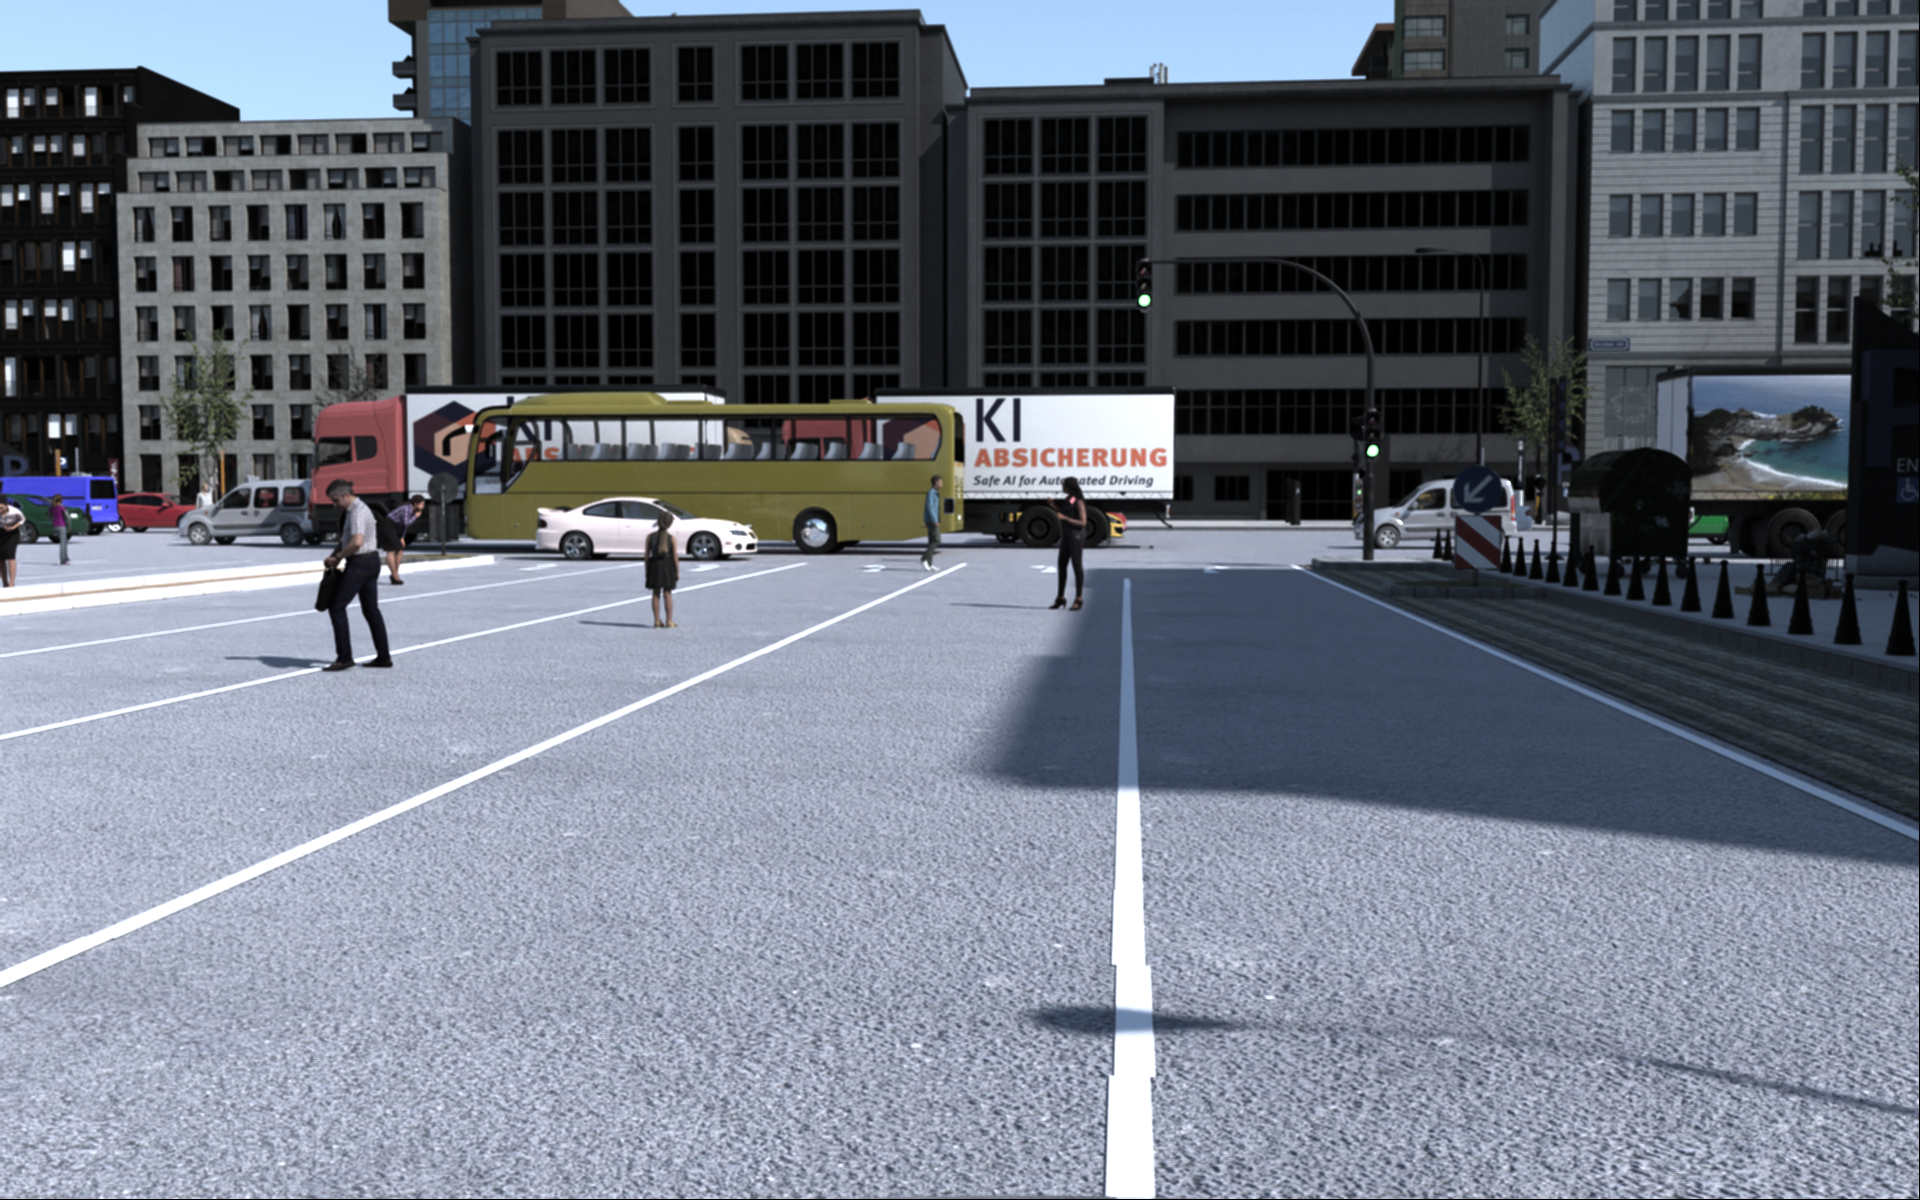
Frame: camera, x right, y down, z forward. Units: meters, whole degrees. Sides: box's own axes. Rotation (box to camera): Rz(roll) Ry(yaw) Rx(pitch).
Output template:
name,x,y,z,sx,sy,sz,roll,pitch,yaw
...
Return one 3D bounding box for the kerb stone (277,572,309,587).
name,x,y,z,sx,sy,sz,roll,pitch,yaw
kerb stone,-10.592,-0.307,27.270,0.120,0.150,1.000,0,4,5

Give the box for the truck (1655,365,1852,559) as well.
name,x,y,z,sx,sy,sz,roll,pitch,yaw
truck,21.603,-3.035,38.541,11.283,4.237,2.839,0,4,5

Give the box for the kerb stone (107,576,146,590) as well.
name,x,y,z,sx,sy,sz,roll,pitch,yaw
kerb stone,-12.785,-0.256,26.388,0.120,0.150,1.000,0,4,5

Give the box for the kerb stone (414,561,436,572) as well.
name,x,y,z,sx,sy,sz,roll,pitch,yaw
kerb stone,-10.106,-0.624,32.394,0.120,0.150,1.000,0,4,5

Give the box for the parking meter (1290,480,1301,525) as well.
name,x,y,z,sx,sy,sz,roll,pitch,yaw
parking meter,13.765,-3.994,71.019,0.399,1.863,0.255,-3,4,-38

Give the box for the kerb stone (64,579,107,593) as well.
name,x,y,z,sx,sy,sz,roll,pitch,yaw
kerb stone,-12.884,-0.192,25.365,0.120,0.150,1.000,0,4,5

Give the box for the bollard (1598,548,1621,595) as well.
name,x,y,z,sx,sy,sz,roll,pitch,yaw
bollard,8.305,-0.366,22.026,0.229,0.601,0.229,0,3,0

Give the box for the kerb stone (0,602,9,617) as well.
name,x,y,z,sx,sy,sz,roll,pitch,yaw
kerb stone,-11.278,0.129,20.080,0.120,0.150,1.000,0,4,5

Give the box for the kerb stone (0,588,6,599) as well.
name,x,y,z,sx,sy,sz,roll,pitch,yaw
kerb stone,-13.077,-0.067,23.293,0.120,0.150,1.000,0,4,5

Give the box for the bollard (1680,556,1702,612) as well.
name,x,y,z,sx,sy,sz,roll,pitch,yaw
bollard,8.009,-0.179,18.960,0.229,0.601,0.229,0,3,0

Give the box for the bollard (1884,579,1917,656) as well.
name,x,y,z,sx,sy,sz,roll,pitch,yaw
bollard,7.512,0.136,13.811,0.229,0.601,0.229,0,3,0

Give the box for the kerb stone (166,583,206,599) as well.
name,x,y,z,sx,sy,sz,roll,pitch,yaw
kerb stone,-10.888,-0.115,24.192,0.120,0.150,1.000,0,4,5

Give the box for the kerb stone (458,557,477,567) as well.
name,x,y,z,sx,sy,sz,roll,pitch,yaw
kerb stone,-9.898,-0.738,34.453,0.120,0.150,1.000,0,4,5

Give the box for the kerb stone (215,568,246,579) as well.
name,x,y,z,sx,sy,sz,roll,pitch,yaw
kerb stone,-12.498,-0.443,29.468,0.120,0.150,1.000,0,4,5

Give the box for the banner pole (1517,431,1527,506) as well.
name,x,y,z,sx,sy,sz,roll,pitch,yaw
banner pole,22.130,-4.782,68.208,0.401,3.779,0.863,3,5,42

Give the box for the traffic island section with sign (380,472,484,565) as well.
name,x,y,z,sx,sy,sz,roll,pitch,yaw
traffic island section with sign,-10.841,-1.676,35.544,2.006,1.907,1.989,0,4,5

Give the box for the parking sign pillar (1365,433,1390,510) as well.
name,x,y,z,sx,sy,sz,roll,pitch,yaw
parking sign pillar,18.276,-5.348,75.908,1.447,3.967,1.447,-3,5,-43

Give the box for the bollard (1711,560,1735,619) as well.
name,x,y,z,sx,sy,sz,roll,pitch,yaw
bollard,7.910,-0.116,17.938,0.229,0.601,0.229,0,3,0

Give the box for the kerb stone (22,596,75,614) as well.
name,x,y,z,sx,sy,sz,roll,pitch,yaw
kerb stone,-11.178,0.071,21.103,0.120,0.150,1.000,0,4,5

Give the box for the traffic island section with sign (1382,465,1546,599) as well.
name,x,y,z,sx,sy,sz,roll,pitch,yaw
traffic island section with sign,7.058,-0.972,24.516,1.989,1.847,2.006,0,4,5

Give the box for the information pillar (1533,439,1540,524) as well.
name,x,y,z,sx,sy,sz,roll,pitch,yaw
information pillar,24.691,-5.059,74.076,0.183,3.616,0.504,0,4,7

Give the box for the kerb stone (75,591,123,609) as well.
name,x,y,z,sx,sy,sz,roll,pitch,yaw
kerb stone,-11.084,0.003,22.140,0.120,0.150,1.000,0,4,5

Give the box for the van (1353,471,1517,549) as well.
name,x,y,z,sx,sy,sz,roll,pitch,yaw
van,12.460,-2.357,45.542,4.112,2.044,2.013,0,4,6

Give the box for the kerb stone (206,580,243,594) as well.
name,x,y,z,sx,sy,sz,roll,pitch,yaw
kerb stone,-10.789,-0.185,25.214,0.120,0.150,1.000,0,4,5

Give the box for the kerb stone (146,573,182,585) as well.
name,x,y,z,sx,sy,sz,roll,pitch,yaw
kerb stone,-12.687,-0.318,27.418,0.120,0.150,1.000,0,4,5

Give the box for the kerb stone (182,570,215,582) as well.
name,x,y,z,sx,sy,sz,roll,pitch,yaw
kerb stone,-12.591,-0.381,28.441,0.120,0.150,1.000,0,4,5

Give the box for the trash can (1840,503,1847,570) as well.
name,x,y,z,sx,sy,sz,roll,pitch,yaw
trash can,14.484,-0.982,27.708,0.748,1.137,0.748,0,3,0

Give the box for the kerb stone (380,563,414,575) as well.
name,x,y,z,sx,sy,sz,roll,pitch,yaw
kerb stone,-10.192,-0.561,31.371,0.120,0.150,1.000,0,4,5

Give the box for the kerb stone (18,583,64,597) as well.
name,x,y,z,sx,sy,sz,roll,pitch,yaw
kerb stone,-12.992,-0.128,24.327,0.120,0.150,1.000,0,4,5

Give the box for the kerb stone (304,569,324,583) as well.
name,x,y,z,sx,sy,sz,roll,pitch,yaw
kerb stone,-10.496,-0.373,28.293,0.120,0.150,1.000,0,4,5

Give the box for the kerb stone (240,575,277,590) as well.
name,x,y,z,sx,sy,sz,roll,pitch,yaw
kerb stone,-10.685,-0.248,26.247,0.120,0.150,1.000,0,4,5

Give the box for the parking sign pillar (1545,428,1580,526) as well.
name,x,y,z,sx,sy,sz,roll,pitch,yaw
parking sign pillar,24.593,-5.012,70.419,1.447,3.967,1.447,0,4,-8

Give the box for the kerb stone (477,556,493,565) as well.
name,x,y,z,sx,sy,sz,roll,pitch,yaw
kerb stone,-9.800,-0.811,35.475,0.120,0.150,1.000,0,4,5

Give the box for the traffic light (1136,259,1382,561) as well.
name,x,y,z,sx,sy,sz,roll,pitch,yaw
traffic light,5.778,-3.596,33.457,4.771,5.953,1.251,0,4,5

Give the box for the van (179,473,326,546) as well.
name,x,y,z,sx,sy,sz,roll,pitch,yaw
van,-19.764,-2.547,48.661,4.112,2.044,2.013,0,4,4

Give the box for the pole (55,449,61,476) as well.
name,x,y,z,sx,sy,sz,roll,pitch,yaw
pole,-41.099,-5.207,78.977,0.158,3.312,0.155,0,3,0

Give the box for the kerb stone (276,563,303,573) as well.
name,x,y,z,sx,sy,sz,roll,pitch,yaw
kerb stone,-12.301,-0.569,31.519,0.120,0.150,1.000,0,4,5

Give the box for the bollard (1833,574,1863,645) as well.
name,x,y,z,sx,sy,sz,roll,pitch,yaw
bollard,7.611,0.074,14.833,0.229,0.601,0.229,0,3,0

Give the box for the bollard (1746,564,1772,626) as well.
name,x,y,z,sx,sy,sz,roll,pitch,yaw
bollard,7.811,-0.054,16.916,0.229,0.601,0.229,0,3,0

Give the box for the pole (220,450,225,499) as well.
name,x,y,z,sx,sy,sz,roll,pitch,yaw
pole,-34.020,-5.266,79.947,0.158,3.312,0.155,0,3,0

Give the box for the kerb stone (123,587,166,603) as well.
name,x,y,z,sx,sy,sz,roll,pitch,yaw
kerb stone,-10.985,-0.059,23.162,0.120,0.150,1.000,0,4,5

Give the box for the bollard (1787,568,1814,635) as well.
name,x,y,z,sx,sy,sz,roll,pitch,yaw
bollard,7.713,0.010,15.872,0.229,0.601,0.229,0,3,0

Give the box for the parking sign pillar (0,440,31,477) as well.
name,x,y,z,sx,sy,sz,roll,pitch,yaw
parking sign pillar,-47.289,-6.014,86.793,1.447,3.967,1.447,-3,4,-36

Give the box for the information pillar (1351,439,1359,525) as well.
name,x,y,z,sx,sy,sz,roll,pitch,yaw
information pillar,16.158,-4.853,70.694,0.183,3.616,0.504,0,4,-4

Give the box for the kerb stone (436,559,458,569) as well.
name,x,y,z,sx,sy,sz,roll,pitch,yaw
kerb stone,-9.997,-0.682,33.426,0.120,0.150,1.000,0,4,5

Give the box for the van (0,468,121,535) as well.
name,x,y,z,sx,sy,sz,roll,pitch,yaw
van,-32.131,-3.409,60.122,5.245,2.365,2.240,0,4,5

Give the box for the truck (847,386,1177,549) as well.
name,x,y,z,sx,sy,sz,roll,pitch,yaw
truck,0.132,-3.537,46.738,11.283,4.237,2.839,0,4,7

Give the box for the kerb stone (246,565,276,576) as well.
name,x,y,z,sx,sy,sz,roll,pitch,yaw
kerb stone,-12.385,-0.507,30.490,0.120,0.150,1.000,0,4,5

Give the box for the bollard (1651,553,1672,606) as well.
name,x,y,z,sx,sy,sz,roll,pitch,yaw
bollard,8.105,-0.241,19.982,0.229,0.601,0.229,0,3,0

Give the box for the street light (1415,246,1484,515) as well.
name,x,y,z,sx,sy,sz,roll,pitch,yaw
street light,9.221,-3.672,32.572,1.470,5.913,1.316,0,4,5

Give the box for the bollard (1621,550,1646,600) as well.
name,x,y,z,sx,sy,sz,roll,pitch,yaw
bollard,8.200,-0.304,21.005,0.229,0.601,0.229,0,3,0

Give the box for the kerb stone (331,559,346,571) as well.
name,x,y,z,sx,sy,sz,roll,pitch,yaw
kerb stone,-12.090,-0.696,33.572,0.120,0.150,1.000,0,4,5

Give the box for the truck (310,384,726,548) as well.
name,x,y,z,sx,sy,sz,roll,pitch,yaw
truck,-11.956,-3.476,45.751,11.283,4.237,2.839,0,4,5

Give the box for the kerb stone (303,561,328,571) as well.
name,x,y,z,sx,sy,sz,roll,pitch,yaw
kerb stone,-12.194,-0.633,32.550,0.120,0.150,1.000,0,4,5

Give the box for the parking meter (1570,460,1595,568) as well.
name,x,y,z,sx,sy,sz,roll,pitch,yaw
parking meter,10.891,-1.501,30.257,0.399,1.863,0.255,-1,4,-17

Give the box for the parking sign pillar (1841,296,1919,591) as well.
name,x,y,z,sx,sy,sz,roll,pitch,yaw
parking sign pillar,12.812,-2.141,23.478,1.447,3.967,1.447,0,4,7
